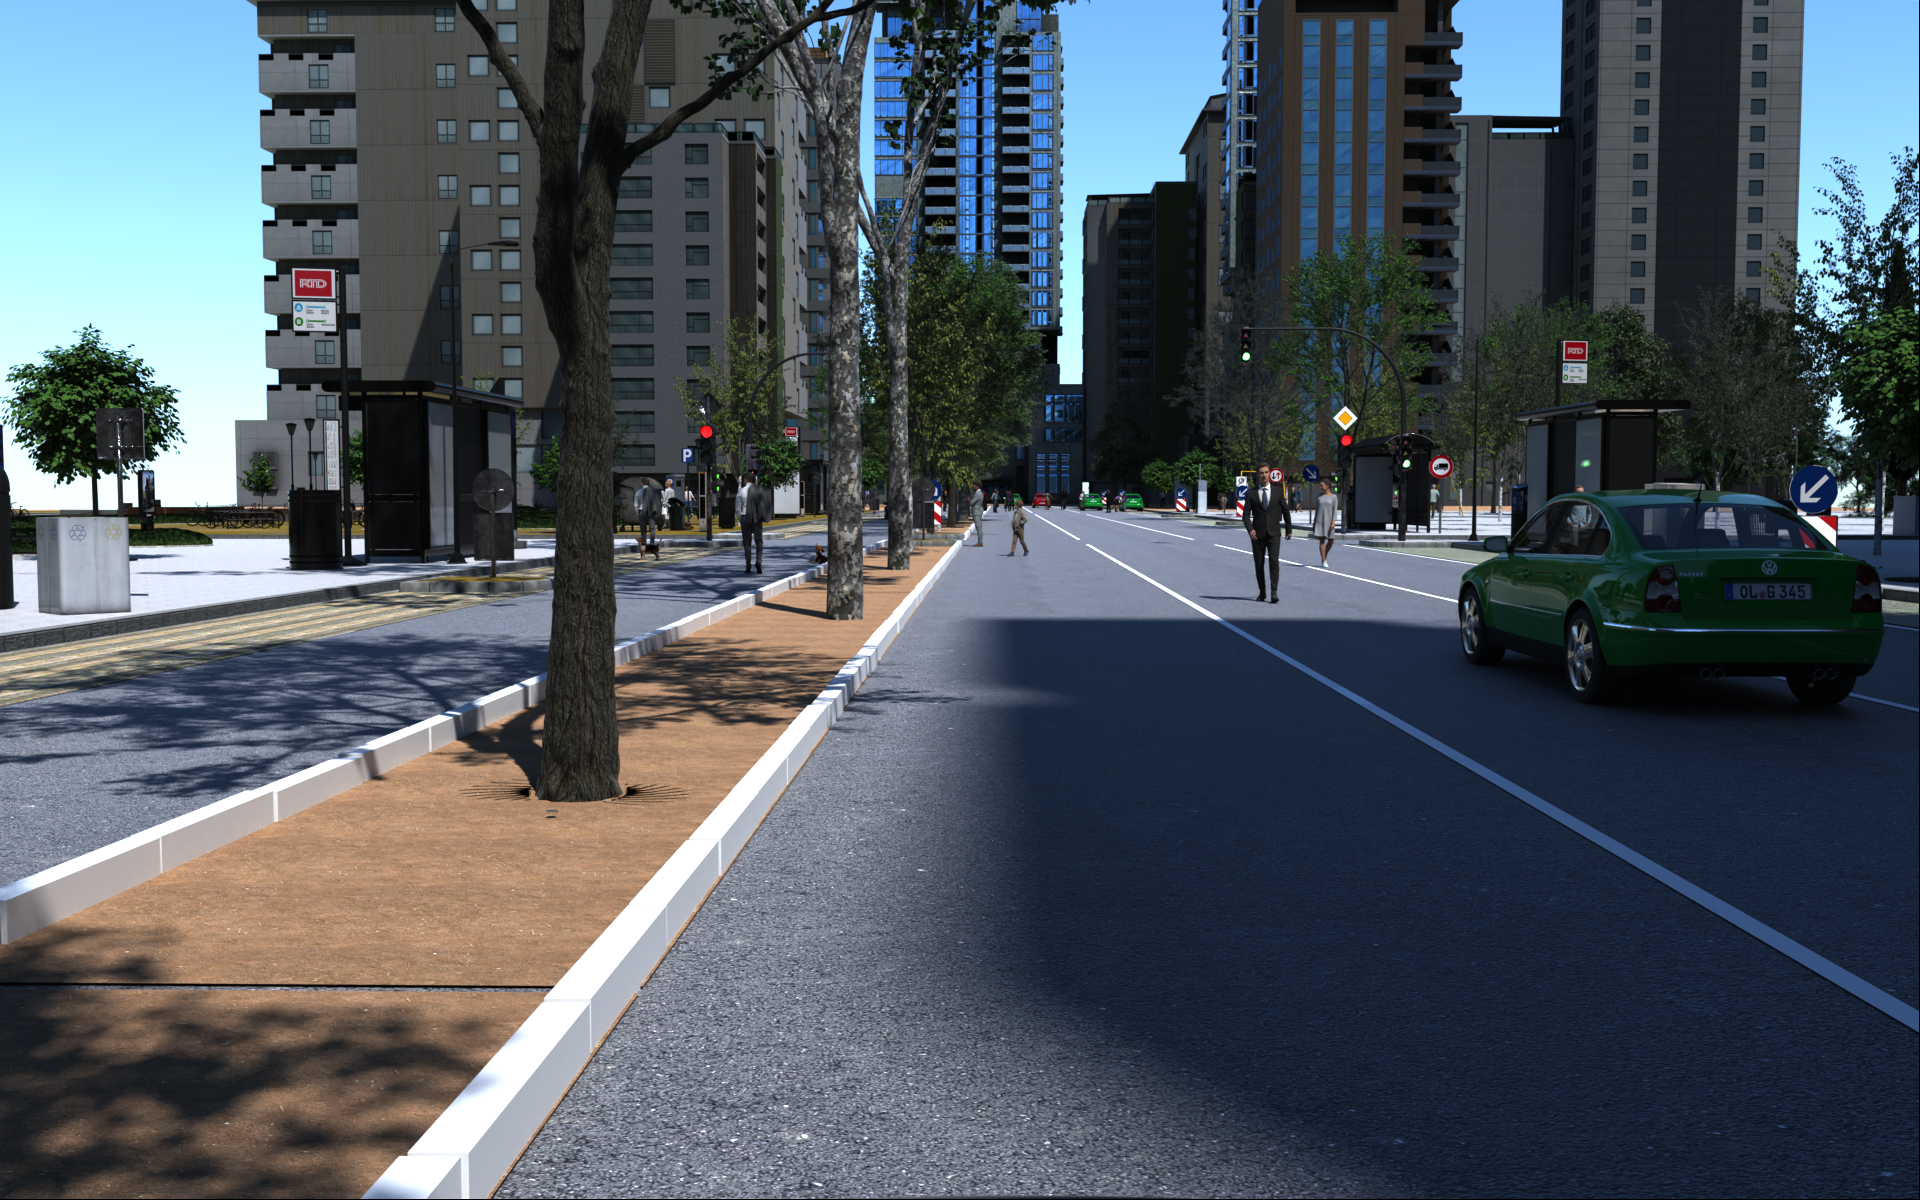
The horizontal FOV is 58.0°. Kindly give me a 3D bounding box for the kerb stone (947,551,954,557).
[{"bbox_3d":[-0.257,-0.887,36.698,0.120,0.150,1.000,0,4,1],"label":"kerb stone"}]

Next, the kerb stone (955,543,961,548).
[{"bbox_3d":[-0.116,-1.263,42.845,0.120,0.150,1.000,0,4,1],"label":"kerb stone"}]

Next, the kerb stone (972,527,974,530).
[{"bbox_3d":[0.342,-2.485,62.822,0.120,0.150,1.000,0,4,1],"label":"kerb stone"}]

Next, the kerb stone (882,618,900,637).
[{"bbox_3d":[-0.709,0.311,17.206,0.120,0.150,1.000,0,4,1],"label":"kerb stone"}]

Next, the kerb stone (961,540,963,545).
[{"bbox_3d":[-0.044,-1.448,45.927,0.120,0.150,1.000,0,4,1],"label":"kerb stone"}]

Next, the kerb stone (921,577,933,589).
[{"bbox_3d":[-0.519,-0.198,25.438,0.120,0.150,1.000,0,4,1],"label":"kerb stone"}]

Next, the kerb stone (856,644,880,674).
[{"bbox_3d":[-0.766,0.499,14.125,0.120,0.150,1.000,0,4,1],"label":"kerb stone"}]

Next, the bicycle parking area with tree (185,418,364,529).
[{"bbox_3d":[-25.961,-4.943,67.815,9.016,4.147,8.231,-1,4,-15],"label":"bicycle parking area with tree"}]

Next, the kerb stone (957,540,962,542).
[{"bbox_3d":[-0.072,-1.389,44.900,0.120,0.150,1.000,0,4,1],"label":"kerb stone"}]

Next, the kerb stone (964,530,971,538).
[{"bbox_3d":[0.198,-2.109,56.678,0.120,0.150,1.000,0,4,1],"label":"kerb stone"}]

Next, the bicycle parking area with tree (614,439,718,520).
[{"bbox_3d":[-15.952,-6.241,89.047,8.231,4.147,9.016,-1,4,-10],"label":"bicycle parking area with tree"}]

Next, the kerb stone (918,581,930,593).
[{"bbox_3d":[-0.545,-0.136,24.417,0.120,0.150,1.000,0,4,1],"label":"kerb stone"}]

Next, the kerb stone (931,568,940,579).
[{"bbox_3d":[-0.451,-0.385,28.514,0.120,0.150,1.000,0,4,1],"label":"kerb stone"}]

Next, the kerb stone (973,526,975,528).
[{"bbox_3d":[0.389,-2.606,64.873,0.120,0.150,1.000,0,4,1],"label":"kerb stone"}]

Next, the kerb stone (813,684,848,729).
[{"bbox_3d":[-0.838,0.682,11.056,0.120,0.150,1.000,0,4,1],"label":"kerb stone"}]

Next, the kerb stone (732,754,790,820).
[{"bbox_3d":[-0.918,0.871,7.978,0.120,0.150,1.000,0,4,1],"label":"kerb stone"}]

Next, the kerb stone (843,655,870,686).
[{"bbox_3d":[-0.801,0.556,13.103,0.120,0.150,1.000,0,4,1],"label":"kerb stone"}]

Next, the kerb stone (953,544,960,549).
[{"bbox_3d":[-0.144,-1.198,41.824,0.120,0.150,1.000,0,4,1],"label":"kerb stone"}]

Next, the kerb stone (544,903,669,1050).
[{"bbox_3d":[-0.987,1.057,4.906,0.120,0.150,1.000,0,4,1],"label":"kerb stone"}]

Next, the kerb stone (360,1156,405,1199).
[{"bbox_3d":[-1.038,1.183,2.860,0.120,0.150,1.000,0,4,1],"label":"kerb stone"}]

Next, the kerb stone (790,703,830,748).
[{"bbox_3d":[-0.875,0.745,10.034,0.120,0.150,1.000,0,4,1],"label":"kerb stone"}]

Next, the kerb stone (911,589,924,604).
[{"bbox_3d":[-0.586,-0.010,22.364,0.120,0.150,1.000,0,4,1],"label":"kerb stone"}]

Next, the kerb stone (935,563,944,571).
[{"bbox_3d":[-0.396,-0.511,30.557,0.120,0.150,1.000,0,4,1],"label":"kerb stone"}]

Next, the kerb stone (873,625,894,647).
[{"bbox_3d":[-0.731,0.369,16.168,0.120,0.150,1.000,0,4,1],"label":"kerb stone"}]

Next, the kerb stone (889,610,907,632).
[{"bbox_3d":[-0.674,0.245,18.244,0.120,0.150,1.000,0,4,1],"label":"kerb stone"}]

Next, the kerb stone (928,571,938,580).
[{"bbox_3d":[-0.470,-0.320,27.486,0.120,0.150,1.000,0,4,1],"label":"kerb stone"}]

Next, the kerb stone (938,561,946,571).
[{"bbox_3d":[-0.378,-0.569,31.579,0.120,0.150,1.000,0,4,1],"label":"kerb stone"}]

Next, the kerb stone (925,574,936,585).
[{"bbox_3d":[-0.490,-0.261,26.464,0.120,0.150,1.000,0,4,1],"label":"kerb stone"}]

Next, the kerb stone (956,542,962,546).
[{"bbox_3d":[-0.092,-1.326,43.872,0.120,0.150,1.000,0,4,1],"label":"kerb stone"}]

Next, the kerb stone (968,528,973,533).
[{"bbox_3d":[0.288,-2.360,60.778,0.120,0.150,1.000,0,4,1],"label":"kerb stone"}]

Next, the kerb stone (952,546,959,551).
[{"bbox_3d":[-0.166,-1.134,40.799,0.120,0.150,1.000,0,4,1],"label":"kerb stone"}]

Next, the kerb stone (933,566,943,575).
[{"bbox_3d":[-0.418,-0.449,29.535,0.120,0.150,1.000,0,4,1],"label":"kerb stone"}]

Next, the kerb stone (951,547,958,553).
[{"bbox_3d":[-0.186,-1.075,39.769,0.120,0.150,1.000,0,4,1],"label":"kerb stone"}]

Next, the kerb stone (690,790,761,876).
[{"bbox_3d":[-0.938,0.932,6.952,0.120,0.150,1.000,0,4,1],"label":"kerb stone"}]

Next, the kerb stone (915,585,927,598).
[{"bbox_3d":[-0.557,-0.070,23.389,0.120,0.150,1.000,0,4,1],"label":"kerb stone"}]

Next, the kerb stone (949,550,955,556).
[{"bbox_3d":[-0.240,-0.944,37.720,0.120,0.150,1.000,0,4,1],"label":"kerb stone"}]

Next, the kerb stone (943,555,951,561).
[{"bbox_3d":[-0.306,-0.762,34.650,0.120,0.150,1.000,0,4,1],"label":"kerb stone"}]

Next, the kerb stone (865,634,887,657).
[{"bbox_3d":[-0.752,0.433,15.147,0.120,0.150,1.000,0,4,1],"label":"kerb stone"}]

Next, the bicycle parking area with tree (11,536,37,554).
[{"bbox_3d":[-18.625,-2.327,25.046,9.016,4.147,8.231,2,4,30],"label":"bicycle parking area with tree"}]

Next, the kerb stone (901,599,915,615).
[{"bbox_3d":[-0.636,0.125,20.302,0.120,0.150,1.000,0,4,1],"label":"kerb stone"}]

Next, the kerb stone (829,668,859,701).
[{"bbox_3d":[-0.821,0.619,12.082,0.120,0.150,1.000,0,4,1],"label":"kerb stone"}]

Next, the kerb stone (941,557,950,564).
[{"bbox_3d":[-0.326,-0.699,33.629,0.120,0.150,1.000,0,4,1],"label":"kerb stone"}]

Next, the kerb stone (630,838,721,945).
[{"bbox_3d":[-0.967,0.997,5.930,0.120,0.150,1.000,0,4,1],"label":"kerb stone"}]

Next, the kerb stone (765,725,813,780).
[{"bbox_3d":[-0.893,0.807,8.999,0.120,0.150,1.000,0,4,1],"label":"kerb stone"}]

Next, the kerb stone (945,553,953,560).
[{"bbox_3d":[-0.280,-0.822,35.677,0.120,0.150,1.000,0,4,1],"label":"kerb stone"}]

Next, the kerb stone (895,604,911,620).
[{"bbox_3d":[-0.657,0.180,19.275,0.120,0.150,1.000,0,4,1],"label":"kerb stone"}]

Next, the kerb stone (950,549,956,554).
[{"bbox_3d":[-0.210,-1.003,38.742,0.120,0.150,1.000,0,4,1],"label":"kerb stone"}]

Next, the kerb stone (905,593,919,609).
[{"bbox_3d":[-0.616,0.055,21.331,0.120,0.150,1.000,0,4,1],"label":"kerb stone"}]

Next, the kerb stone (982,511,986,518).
[{"bbox_3d":[1.484,-5.554,112.997,0.120,0.150,1.000,0,4,1],"label":"kerb stone"}]

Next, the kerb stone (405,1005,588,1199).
[{"bbox_3d":[-1.007,1.123,3.882,0.120,0.150,1.000,0,4,1],"label":"kerb stone"}]

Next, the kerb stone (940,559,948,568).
[{"bbox_3d":[-0.346,-0.636,32.600,0.120,0.150,1.000,0,4,1],"label":"kerb stone"}]
